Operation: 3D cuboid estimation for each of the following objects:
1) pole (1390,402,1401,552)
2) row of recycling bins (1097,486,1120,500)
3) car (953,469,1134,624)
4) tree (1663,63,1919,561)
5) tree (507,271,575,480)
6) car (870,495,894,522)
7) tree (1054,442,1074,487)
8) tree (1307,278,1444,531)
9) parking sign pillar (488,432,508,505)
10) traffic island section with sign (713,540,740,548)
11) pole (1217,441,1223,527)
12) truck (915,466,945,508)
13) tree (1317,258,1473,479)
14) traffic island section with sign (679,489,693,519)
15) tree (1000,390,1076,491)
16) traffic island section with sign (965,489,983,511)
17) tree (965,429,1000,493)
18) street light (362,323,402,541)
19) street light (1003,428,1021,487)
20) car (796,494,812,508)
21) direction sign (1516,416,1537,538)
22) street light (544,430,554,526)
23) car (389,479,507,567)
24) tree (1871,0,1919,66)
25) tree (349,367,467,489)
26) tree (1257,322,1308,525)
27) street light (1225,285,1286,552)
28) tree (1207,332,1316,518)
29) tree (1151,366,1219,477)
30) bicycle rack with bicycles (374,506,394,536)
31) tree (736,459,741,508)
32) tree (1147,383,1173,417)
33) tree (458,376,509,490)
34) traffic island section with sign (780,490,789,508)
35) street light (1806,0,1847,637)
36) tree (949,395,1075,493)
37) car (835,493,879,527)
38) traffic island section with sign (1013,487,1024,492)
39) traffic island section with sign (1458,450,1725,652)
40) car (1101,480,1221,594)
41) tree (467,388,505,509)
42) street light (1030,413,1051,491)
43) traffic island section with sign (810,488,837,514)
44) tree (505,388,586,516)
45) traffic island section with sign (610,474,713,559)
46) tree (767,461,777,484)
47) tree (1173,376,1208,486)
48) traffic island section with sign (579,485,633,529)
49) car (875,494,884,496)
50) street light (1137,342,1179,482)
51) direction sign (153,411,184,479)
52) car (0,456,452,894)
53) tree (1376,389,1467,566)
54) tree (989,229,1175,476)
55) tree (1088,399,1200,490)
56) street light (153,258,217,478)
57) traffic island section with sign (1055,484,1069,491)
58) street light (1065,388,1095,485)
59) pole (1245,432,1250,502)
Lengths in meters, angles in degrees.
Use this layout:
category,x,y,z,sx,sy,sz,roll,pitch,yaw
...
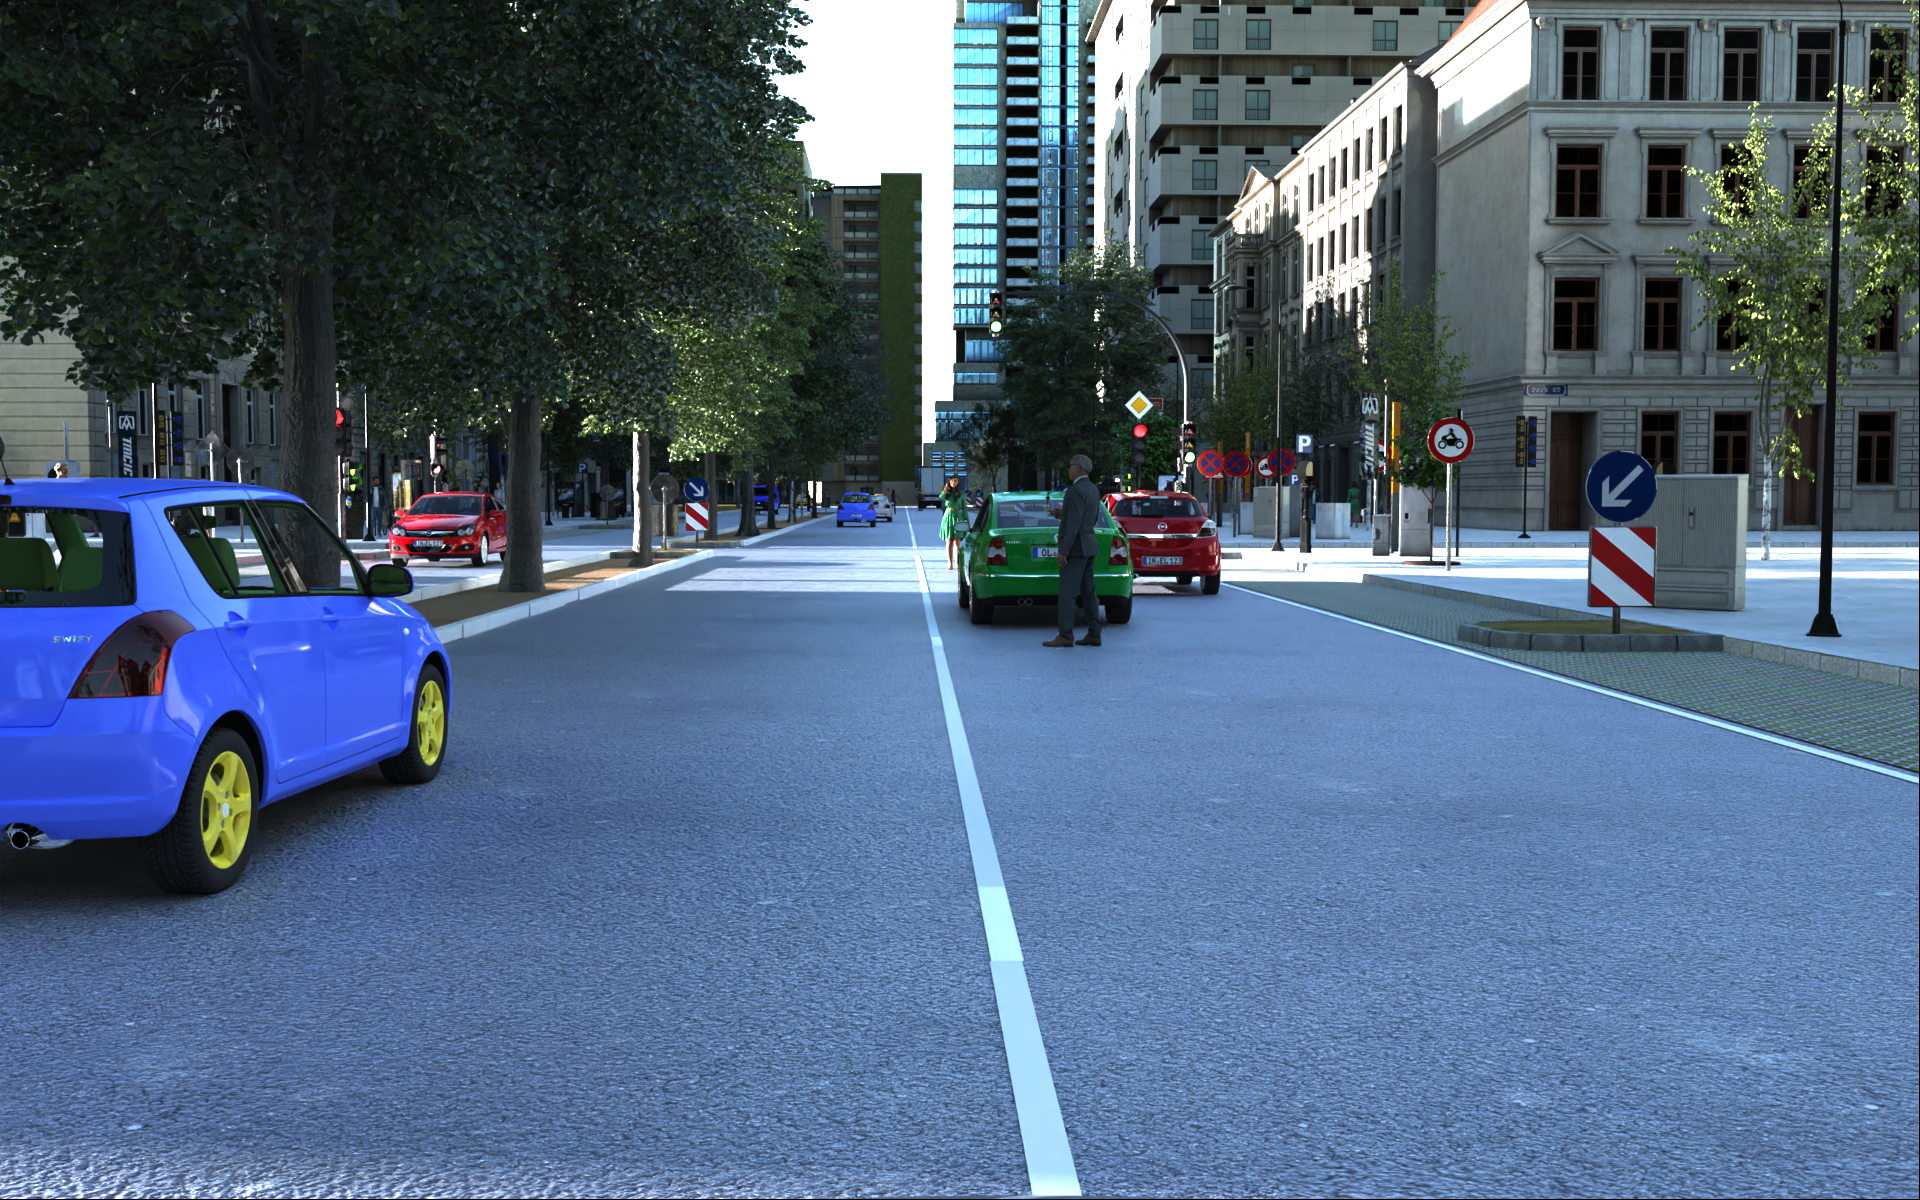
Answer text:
category,x,y,z,sx,sy,sz,roll,pitch,yaw
pole,9.688,-2.734,38.550,0.158,3.312,0.155,0,3,0
row of recycling bins,7.025,-5.016,89.123,1.069,1.692,3.534,3,5,39
car,0.925,-0.716,20.495,1.959,1.807,4.718,0,4,-3
tree,15.785,-5.062,33.119,4.737,8.622,4.395,0,3,0
tree,-17.546,-10.271,84.942,9.611,12.733,9.660,0,3,0
car,-4.455,-4.765,90.266,2.083,1.381,4.827,0,4,-2
tree,6.562,-6.699,93.242,4.285,4.588,4.351,0,3,0
tree,14.405,-6.694,59.802,4.360,8.622,3.978,0,3,0
parking sign pillar,-20.133,-5.328,75.587,1.447,3.967,1.447,0,4,5
traffic island section with sign,-6.987,-2.348,46.526,2.006,1.907,1.989,0,4,-2
pole,10.041,-4.471,66.945,0.158,3.312,0.155,0,3,0
truck,-3.009,-11.443,176.010,2.839,4.237,11.283,0,4,-3
tree,13.869,-6.309,53.517,4.737,8.622,4.395,0,3,0
traffic island section with sign,-15.406,-5.477,98.182,1.989,1.847,2.006,0,4,-2
tree,5.590,-9.609,107.476,4.360,8.622,3.978,0,3,0
traffic island section with sign,1.540,-8.616,149.501,1.989,1.847,2.006,0,4,-2
tree,3.304,-14.340,184.820,4.360,8.622,3.978,0,3,0
street light,-15.519,-4.550,46.936,1.470,5.913,1.316,0,4,-2
street light,3.702,-9.159,122.287,1.470,5.913,1.316,0,4,-2
car,-15.772,-10.059,174.689,2.015,1.641,3.980,0,4,-1
direction sign,16.442,-3.569,50.345,0.876,3.537,0.379,-2,4,-34
street light,-16.208,-5.986,70.409,1.470,5.913,1.316,0,4,-2
car,-10.370,-1.619,35.518,2.155,1.783,4.494,0,4,-3
tree,14.944,-4.603,25.628,4.737,8.622,4.395,0,3,0
tree,-25.061,-7.767,77.358,4.737,8.622,4.395,0,3,0
tree,14.069,-7.389,71.171,4.360,8.622,3.978,0,3,0
street light,6.585,-4.043,38.644,1.470,5.913,1.316,0,4,-2
tree,14.294,-7.827,78.335,4.737,8.622,4.395,0,3,0
tree,12.922,-9.124,99.532,4.360,8.622,3.978,0,3,0
bicycle rack with bicycles,-17.228,-2.504,54.329,2.852,0.926,2.925,-1,4,-15
tree,-19.183,-18.600,159.994,12.611,20.169,13.585,0,3,0
tree,13.364,-9.939,112.858,4.737,8.622,4.395,0,3,0
tree,-24.972,-8.712,92.809,4.360,8.622,3.978,0,3,0
traffic island section with sign,-18.015,-10.335,177.610,1.989,1.847,2.006,0,4,-2
street light,7.287,-2.627,15.499,1.470,5.913,1.316,0,4,-2
tree,4.805,-12.256,134.805,7.601,10.594,8.767,3,5,39
car,-4.554,-4.079,76.276,1.945,1.707,3.694,0,4,-2
traffic island section with sign,3.193,-5.521,98.893,1.989,1.847,2.006,0,4,-2
traffic island section with sign,5.895,-0.485,16.558,1.989,1.847,2.006,0,4,-2
car,2.809,-1.052,26.236,2.155,1.783,4.494,0,4,0
tree,-25.591,-8.195,84.345,4.737,8.622,4.395,0,3,0
street light,4.618,-7.712,98.635,1.470,5.913,1.316,0,4,-2
traffic island section with sign,-9.457,-6.941,121.625,2.006,1.907,1.989,0,4,-2
tree,-24.102,-9.235,101.347,4.737,8.622,4.395,0,3,0
traffic island section with sign,-6.754,-1.895,39.123,2.006,1.907,1.989,0,4,-2
tree,-20.925,-16.693,198.688,9.928,11.665,9.643,0,3,0
tree,13.721,-8.254,85.309,4.737,8.622,4.395,0,3,0
traffic island section with sign,-14.523,-3.830,71.241,1.989,1.847,2.006,0,4,-2
car,-9.044,-11.435,197.192,2.015,1.641,3.980,0,4,-1
street light,6.093,-4.915,52.895,1.470,5.913,1.316,0,4,-2
direction sign,-21.627,-3.388,47.383,0.379,3.537,0.876,2,4,29
car,-3.460,0.128,7.505,1.945,1.707,3.694,0,3,0
tree,8.689,-2.260,31.556,1.663,3.219,1.824,0,3,0
tree,5.982,-10.902,84.910,9.857,13.997,8.962,0,3,0
tree,6.566,-4.644,59.639,4.285,4.588,4.351,0,3,0
street light,-14.965,-3.721,33.384,1.470,5.913,1.316,0,4,-2
traffic island section with sign,4.088,-3.866,71.839,1.989,1.847,2.006,0,4,-2
street light,5.304,-6.313,75.763,1.470,5.913,1.316,0,4,-2
pole,9.456,-3.861,56.978,0.158,3.312,0.155,0,3,0
